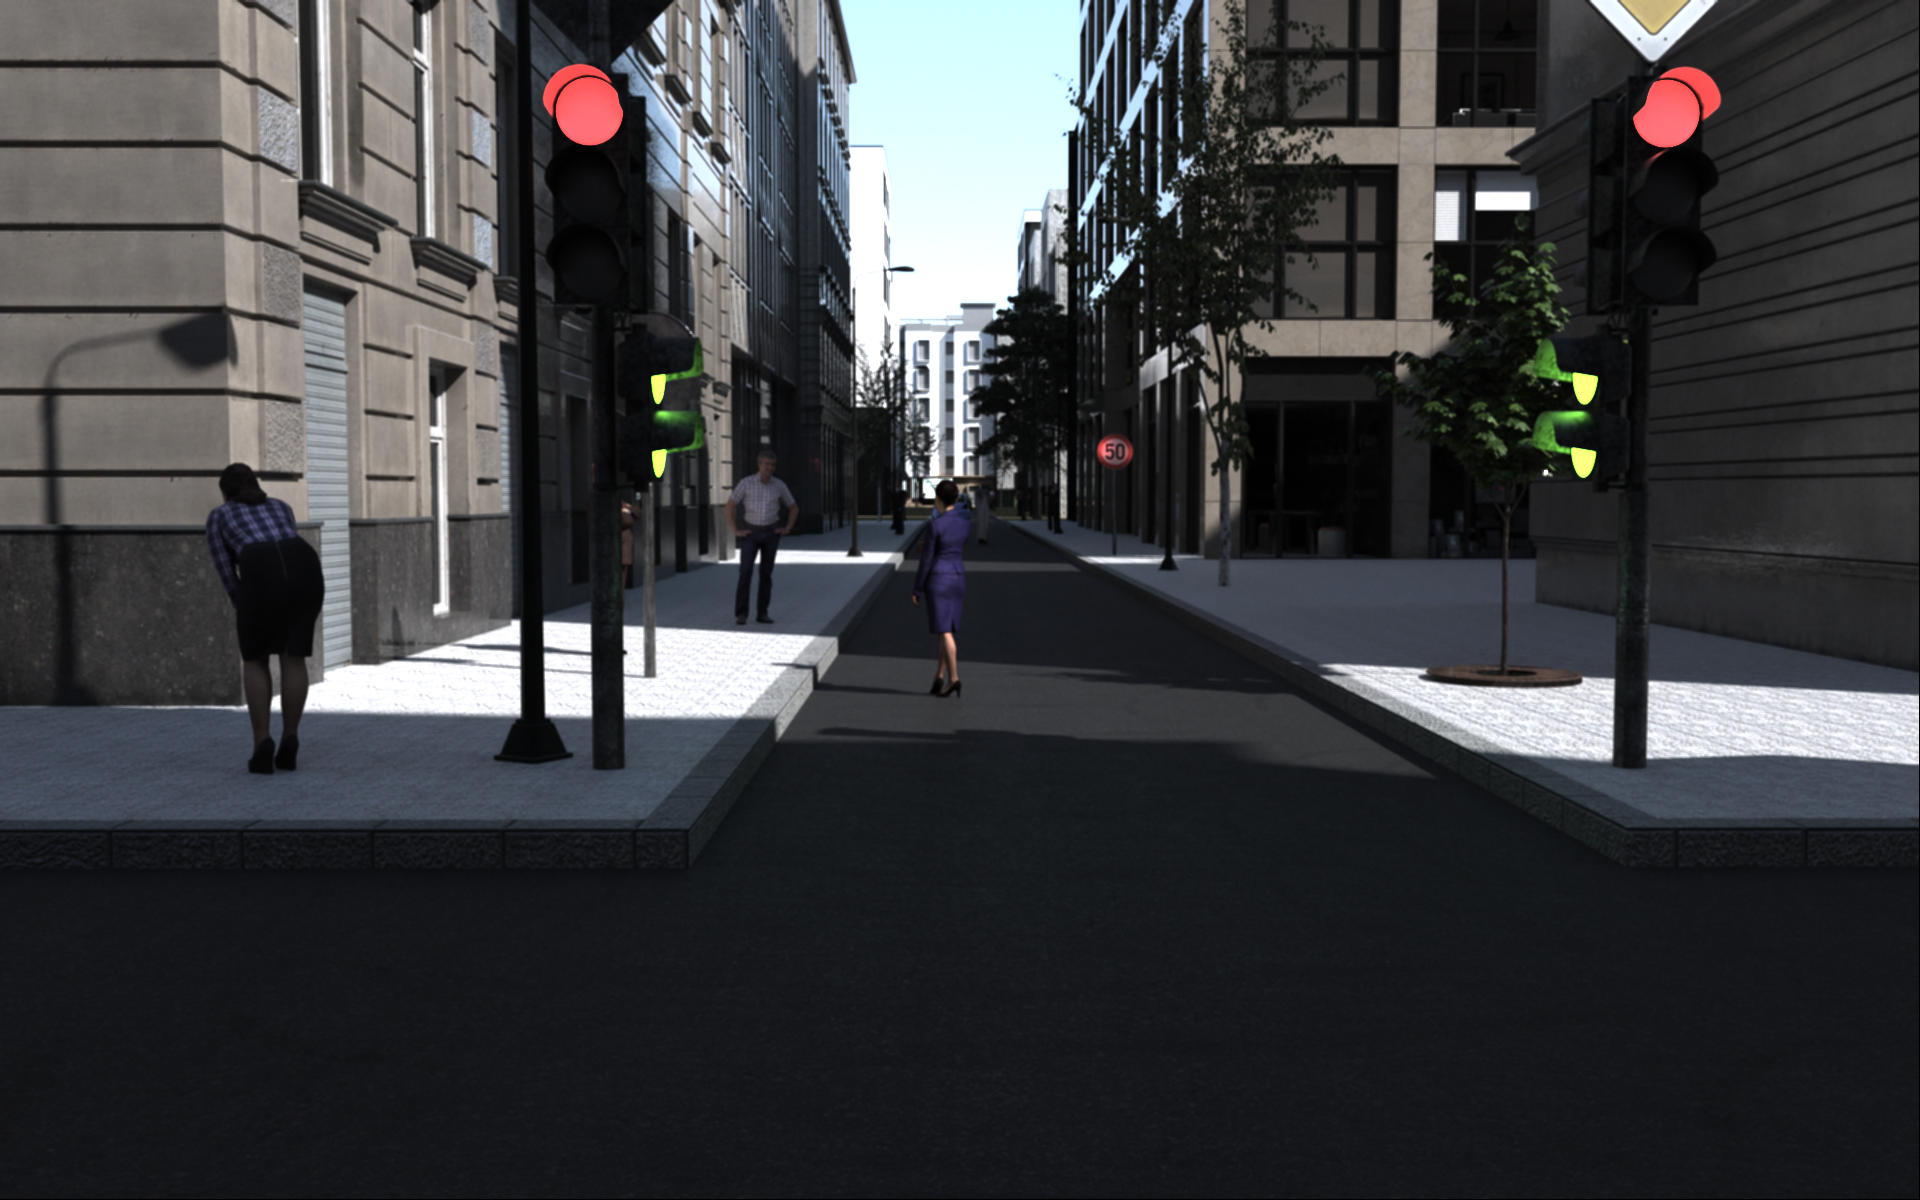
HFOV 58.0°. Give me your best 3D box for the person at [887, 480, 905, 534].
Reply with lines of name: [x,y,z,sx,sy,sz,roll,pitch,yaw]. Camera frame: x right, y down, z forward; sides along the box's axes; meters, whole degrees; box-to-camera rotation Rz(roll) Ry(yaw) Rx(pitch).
person: [-2.071,-2.962,55.268,0.742,1.727,0.445,2,4,26]

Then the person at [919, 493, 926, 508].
person: [-3.310,-8.867,154.200,0.799,1.438,0.628,1,4,10]

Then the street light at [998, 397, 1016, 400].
street light: [2.521,-6.746,82.843,1.470,5.913,1.316,0,4,0]

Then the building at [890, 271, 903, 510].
building: [-12.760,-16.972,133.905,16.016,20.091,11.380,0,4,0]

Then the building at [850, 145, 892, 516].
building: [-18.418,-15.629,99.511,27.936,21.610,32.646,0,4,0]

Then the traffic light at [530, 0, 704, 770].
traffic light: [-1.628,-1.147,7.996,0.839,4.213,0.868,0,4,0]

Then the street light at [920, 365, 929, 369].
street light: [-1.836,-5.514,62.690,1.470,5.913,1.316,0,4,0]

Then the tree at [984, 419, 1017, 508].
tree: [3.893,-12.892,161.140,4.360,8.622,3.978,0,3,0]

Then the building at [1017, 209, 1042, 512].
building: [18.480,-18.159,140.872,27.936,21.610,32.646,0,4,0]

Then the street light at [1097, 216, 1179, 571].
street light: [2.979,-3.457,29.061,1.470,5.913,1.316,0,4,0]

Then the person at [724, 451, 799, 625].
person: [-1.954,-0.625,17.195,0.756,1.711,0.436,-1,4,-13]

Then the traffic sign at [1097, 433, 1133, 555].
traffic sign: [3.252,-2.219,36.392,0.768,2.556,0.104,0,4,7]

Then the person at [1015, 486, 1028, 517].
person: [3.491,-5.604,98.379,0.721,1.736,1.217,3,4,38]

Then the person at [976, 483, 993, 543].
person: [0.705,-2.525,50.453,0.551,1.740,0.621,1,4,23]

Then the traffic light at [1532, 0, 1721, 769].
traffic light: [3.133,-1.150,8.041,0.839,4.213,0.868,0,4,0]

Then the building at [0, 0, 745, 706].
building: [-10.053,-13.727,21.695,12.463,27.353,25.104,0,4,0]

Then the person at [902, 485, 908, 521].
person: [-2.805,-4.674,83.291,0.655,1.722,0.431,0,4,7]

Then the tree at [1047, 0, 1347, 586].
tree: [3.469,-4.495,23.861,4.737,8.622,4.395,0,3,0]

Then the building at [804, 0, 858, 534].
building: [-9.123,-13.129,63.803,9.793,20.994,18.267,0,4,0]

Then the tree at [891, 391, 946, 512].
tree: [-3.073,-10.611,123.850,4.360,8.622,3.978,0,3,0]

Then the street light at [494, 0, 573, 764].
street light: [-1.528,-2.182,8.222,1.470,5.913,1.316,0,4,0]

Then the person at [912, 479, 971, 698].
person: [-0.196,-0.089,12.325,0.546,1.535,0.453,2,4,30]

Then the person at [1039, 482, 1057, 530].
person: [3.189,-3.336,61.385,0.742,1.727,0.445,-1,4,-15]

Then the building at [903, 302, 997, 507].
building: [-2.094,-19.628,177.343,11.380,20.091,16.016,0,4,0]

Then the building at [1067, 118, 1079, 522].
building: [11.365,-15.019,75.239,12.332,23.373,15.834,0,4,0]

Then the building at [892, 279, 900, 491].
building: [-21.155,-17.238,148.304,31.486,18.905,16.747,0,4,0]

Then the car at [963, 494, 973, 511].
car: [0.139,-8.668,150.517,1.959,1.807,4.718,0,4,2]

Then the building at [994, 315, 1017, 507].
building: [19.339,-19.019,177.411,31.486,18.905,16.747,0,4,0]

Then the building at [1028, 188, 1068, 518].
building: [13.421,-14.829,108.918,16.747,18.905,31.486,0,4,0]

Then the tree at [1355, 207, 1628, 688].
tree: [3.828,-1.049,11.755,1.663,3.219,1.824,0,3,0]

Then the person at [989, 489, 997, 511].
person: [2.546,-7.843,135.215,0.436,1.711,0.756,-3,4,-38]

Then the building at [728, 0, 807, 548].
building: [-10.831,-13.859,44.612,12.078,24.808,19.932,0,4,0]

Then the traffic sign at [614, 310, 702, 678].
traffic sign: [-2.167,-0.729,12.033,0.768,2.556,0.104,0,4,5]

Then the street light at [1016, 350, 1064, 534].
street light: [2.653,-5.106,56.019,1.470,5.913,1.316,0,4,0]

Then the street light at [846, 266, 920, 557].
street light: [-1.619,-3.844,35.392,1.470,5.913,1.316,0,4,0]

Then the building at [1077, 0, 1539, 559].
building: [14.289,-15.028,50.217,19.350,26.468,34.151,0,4,0]

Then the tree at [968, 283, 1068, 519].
tree: [3.831,-10.185,88.581,6.751,12.117,7.091,0,3,0]

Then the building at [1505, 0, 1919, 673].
building: [16.601,-10.938,14.997,21.152,22.565,11.583,0,4,0]

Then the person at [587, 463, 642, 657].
person: [-2.751,-0.335,13.783,0.388,1.546,0.482,0,4,7]

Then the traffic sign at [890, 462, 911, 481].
traffic sign: [-2.437,-4.328,70.761,0.884,2.594,0.081,0,4,2]

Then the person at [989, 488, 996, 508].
person: [2.756,-9.119,155.160,1.348,1.821,0.705,-3,5,-43]

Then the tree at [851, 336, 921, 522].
tree: [-3.951,-7.918,79.823,4.737,8.622,4.395,0,3,0]

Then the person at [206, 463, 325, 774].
person: [-3.243,0.075,8.047,0.421,1.427,0.697,-3,5,-44]

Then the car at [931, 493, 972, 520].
car: [-0.402,-4.353,80.762,1.945,1.707,3.694,0,4,0]

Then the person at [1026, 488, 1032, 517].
person: [3.889,-5.416,96.059,0.415,1.643,0.593,0,4,-2]
